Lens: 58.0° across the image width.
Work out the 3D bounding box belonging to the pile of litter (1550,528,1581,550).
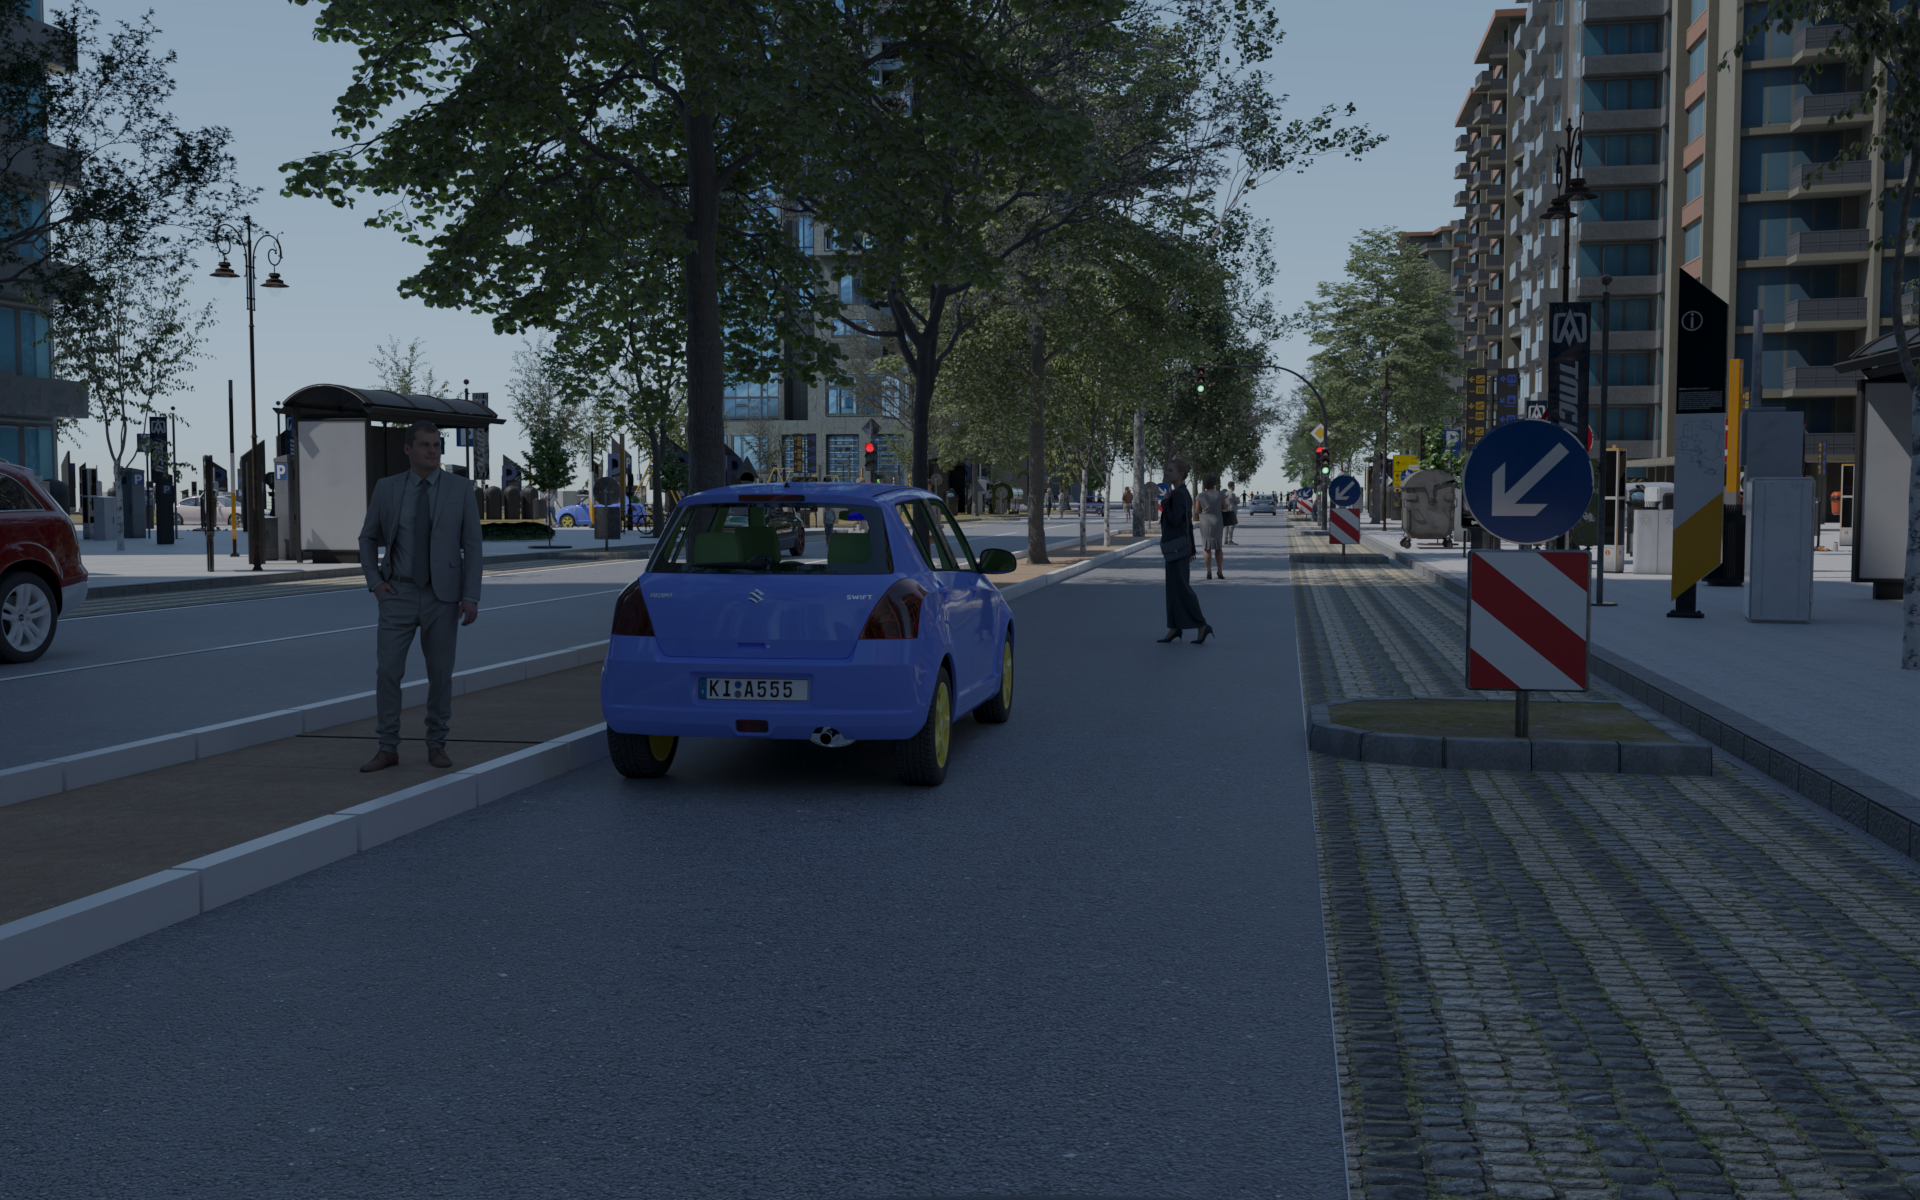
[{"bbox_3d":[10.085,-0.970,29.823,1.719,0.858,1.176,-3,4,-38],"label":"pile of litter"}]

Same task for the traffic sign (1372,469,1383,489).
[{"bbox_3d":[21.393,-5.395,88.315,0.768,2.556,0.104,1,4,17],"label":"traffic sign"}]

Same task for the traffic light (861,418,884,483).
[{"bbox_3d":[-3.241,-4.581,63.817,0.839,4.253,0.868,1,4,11],"label":"traffic light"}]

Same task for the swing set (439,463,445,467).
[{"bbox_3d":[-26.744,-5.401,85.922,2.862,2.851,3.119,2,4,27],"label":"swing set"}]

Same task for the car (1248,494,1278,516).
[{"bbox_3d":[20.198,-6.325,115.421,2.014,1.417,4.499,1,4,10],"label":"car"}]

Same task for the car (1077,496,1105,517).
[{"bbox_3d":[8.452,-5.937,109.651,1.945,1.354,3.894,1,4,9],"label":"car"}]

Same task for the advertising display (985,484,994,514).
[{"bbox_3d":[2.027,-6.603,113.167,0.974,1.923,0.123,0,4,1],"label":"advertising display"}]

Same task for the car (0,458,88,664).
[{"bbox_3d":[-9.177,-0.288,13.388,2.281,1.827,5.304,1,4,11],"label":"car"}]

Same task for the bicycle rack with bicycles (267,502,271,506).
[{"bbox_3d":[-58.517,-7.989,143.998,2.925,0.926,2.852,3,5,41],"label":"bicycle rack with bicycles"}]

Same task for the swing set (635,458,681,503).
[{"bbox_3d":[-13.392,-4.836,76.696,2.862,2.851,3.119,0,4,-4],"label":"swing set"}]

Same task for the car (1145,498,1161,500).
[{"bbox_3d":[10.333,-5.161,93.178,1.959,1.807,4.718,1,4,11],"label":"car"}]

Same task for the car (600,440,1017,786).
[{"bbox_3d":[-0.688,-0.019,9.907,1.945,1.707,3.694,1,4,9],"label":"car"}]

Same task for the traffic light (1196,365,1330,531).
[{"bbox_3d":[10.725,-5.286,61.098,4.771,5.953,1.251,1,4,11],"label":"traffic light"}]

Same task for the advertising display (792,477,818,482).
[{"bbox_3d":[-5.833,-3.667,65.174,0.974,1.923,0.123,0,4,-7],"label":"advertising display"}]

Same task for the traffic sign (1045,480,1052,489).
[{"bbox_3d":[6.526,-7.751,128.853,0.606,2.300,0.079,1,4,12],"label":"traffic sign"}]

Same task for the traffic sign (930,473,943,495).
[{"bbox_3d":[-1.456,-6.524,106.780,0.768,2.556,0.104,1,4,12],"label":"traffic sign"}]

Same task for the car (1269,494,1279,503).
[{"bbox_3d":[47.920,-15.539,265.867,2.131,1.459,4.920,1,4,9],"label":"car"}]

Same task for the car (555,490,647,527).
[{"bbox_3d":[-14.765,-3.761,71.080,3.694,1.707,1.945,1,4,9],"label":"car"}]

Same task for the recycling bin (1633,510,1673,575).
[{"bbox_3d":[11.205,-0.934,27.818,0.722,1.027,0.722,1,4,21],"label":"recycling bin"}]

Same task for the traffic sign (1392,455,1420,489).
[{"bbox_3d":[23.469,-5.838,89.327,2.265,3.308,0.079,1,4,14],"label":"traffic sign"}]

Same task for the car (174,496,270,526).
[{"bbox_3d":[-31.465,-3.728,73.314,4.827,1.381,2.083,1,4,10],"label":"car"}]

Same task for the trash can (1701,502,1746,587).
[{"bbox_3d":[10.691,-0.766,24.178,0.748,1.137,0.748,0,3,0],"label":"trash can"}]

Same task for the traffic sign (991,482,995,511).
[{"bbox_3d":[2.514,-7.559,124.771,0.795,2.450,0.064,1,4,17],"label":"traffic sign"}]

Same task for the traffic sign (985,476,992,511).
[{"bbox_3d":[1.918,-7.466,122.073,0.884,2.594,0.081,1,4,15],"label":"traffic sign"}]

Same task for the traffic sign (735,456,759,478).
[{"bbox_3d":[-7.221,-3.592,58.728,0.884,2.594,0.081,1,4,15],"label":"traffic sign"}]

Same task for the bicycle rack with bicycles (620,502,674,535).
[{"bbox_3d":[-9.508,-2.580,55.567,2.925,0.926,2.852,1,4,14],"label":"bicycle rack with bicycles"}]

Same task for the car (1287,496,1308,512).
[{"bbox_3d":[27.552,-7.842,140.792,1.945,1.354,3.894,1,4,11],"label":"car"}]

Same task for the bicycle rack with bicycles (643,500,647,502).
[{"bbox_3d":[-20.351,-6.145,113.848,2.925,0.926,2.852,-1,4,-13],"label":"bicycle rack with bicycles"}]

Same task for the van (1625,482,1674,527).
[{"bbox_3d":[23.680,-3.384,62.333,4.112,2.044,2.013,1,4,12],"label":"van"}]

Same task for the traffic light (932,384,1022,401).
[{"bbox_3d":[0.294,-5.911,71.319,4.771,5.953,1.251,1,4,11],"label":"traffic light"}]

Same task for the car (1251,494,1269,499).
[{"bbox_3d":[28.679,-9.316,164.112,2.131,1.459,4.920,1,4,9],"label":"car"}]

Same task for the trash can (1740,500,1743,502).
[{"bbox_3d":[19.904,-2.030,44.842,0.748,1.137,0.748,0,3,0],"label":"trash can"}]

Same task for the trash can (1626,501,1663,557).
[{"bbox_3d":[13.958,-1.454,35.427,0.748,1.137,0.748,0,3,0],"label":"trash can"}]

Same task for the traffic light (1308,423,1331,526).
[{"bbox_3d":[14.261,-4.880,68.706,0.839,4.253,0.868,1,4,11],"label":"traffic light"}]

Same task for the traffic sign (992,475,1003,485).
[{"bbox_3d":[2.431,-6.884,112.666,0.768,2.556,0.104,1,4,14],"label":"traffic sign"}]

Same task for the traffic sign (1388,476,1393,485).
[{"bbox_3d":[23.827,-5.858,96.960,0.795,2.450,0.064,1,4,15],"label":"traffic sign"}]

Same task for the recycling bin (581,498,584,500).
[{"bbox_3d":[-23.684,-5.991,110.505,0.722,1.027,0.722,2,4,30],"label":"recycling bin"}]

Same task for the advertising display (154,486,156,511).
[{"bbox_3d":[-62.258,-7.855,133.634,0.123,1.923,0.974,0,4,8],"label":"advertising display"}]

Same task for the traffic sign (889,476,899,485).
[{"bbox_3d":[-3.661,-5.731,95.830,0.606,2.300,0.079,1,4,11],"label":"traffic sign"}]

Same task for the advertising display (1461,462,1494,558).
[{"bbox_3d":[10.363,-1.795,34.570,0.123,1.923,0.974,-1,4,-22],"label":"advertising display"}]

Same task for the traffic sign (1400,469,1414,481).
[{"bbox_3d":[22.769,-5.382,88.094,0.768,2.556,0.104,1,4,18],"label":"traffic sign"}]

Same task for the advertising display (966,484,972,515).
[{"bbox_3d":[0.571,-6.254,107.460,0.123,1.923,0.974,1,4,18],"label":"advertising display"}]

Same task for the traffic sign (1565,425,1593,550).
[{"bbox_3d":[9.889,-1.720,28.220,0.768,2.556,0.104,1,4,13],"label":"traffic sign"}]

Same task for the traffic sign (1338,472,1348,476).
[{"bbox_3d":[21.790,-6.010,98.375,0.768,2.556,0.104,1,4,12],"label":"traffic sign"}]

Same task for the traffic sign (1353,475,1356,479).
[{"bbox_3d":[27.083,-7.294,119.254,0.884,2.594,0.081,1,4,16],"label":"traffic sign"}]

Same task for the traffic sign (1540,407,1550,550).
[{"bbox_3d":[8.404,-1.512,24.718,0.884,2.594,0.081,1,4,12],"label":"traffic sign"}]

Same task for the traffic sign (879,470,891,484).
[{"bbox_3d":[-4.205,-5.789,94.661,0.884,2.594,0.081,1,4,15],"label":"traffic sign"}]

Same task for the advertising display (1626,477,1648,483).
[{"bbox_3d":[26.033,-3.771,66.877,0.974,1.923,0.123,2,4,25],"label":"advertising display"}]

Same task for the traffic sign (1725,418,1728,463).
[{"bbox_3d":[12.621,-1.759,28.861,0.768,2.556,0.104,1,4,17],"label":"traffic sign"}]

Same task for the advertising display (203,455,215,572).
[{"bbox_3d":[-12.501,-1.444,28.829,0.123,1.923,0.974,-2,4,-25],"label":"advertising display"}]

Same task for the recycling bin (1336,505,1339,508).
[{"bbox_3d":[29.321,-7.464,134.586,0.722,1.027,0.722,2,4,29],"label":"recycling bin"}]

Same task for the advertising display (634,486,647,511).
[{"bbox_3d":[-24.398,-7.768,132.223,0.974,1.923,0.123,1,4,14],"label":"advertising display"}]

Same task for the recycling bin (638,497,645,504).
[{"bbox_3d":[-24.129,-7.186,130.042,0.722,1.027,0.722,3,4,37],"label":"recycling bin"}]
